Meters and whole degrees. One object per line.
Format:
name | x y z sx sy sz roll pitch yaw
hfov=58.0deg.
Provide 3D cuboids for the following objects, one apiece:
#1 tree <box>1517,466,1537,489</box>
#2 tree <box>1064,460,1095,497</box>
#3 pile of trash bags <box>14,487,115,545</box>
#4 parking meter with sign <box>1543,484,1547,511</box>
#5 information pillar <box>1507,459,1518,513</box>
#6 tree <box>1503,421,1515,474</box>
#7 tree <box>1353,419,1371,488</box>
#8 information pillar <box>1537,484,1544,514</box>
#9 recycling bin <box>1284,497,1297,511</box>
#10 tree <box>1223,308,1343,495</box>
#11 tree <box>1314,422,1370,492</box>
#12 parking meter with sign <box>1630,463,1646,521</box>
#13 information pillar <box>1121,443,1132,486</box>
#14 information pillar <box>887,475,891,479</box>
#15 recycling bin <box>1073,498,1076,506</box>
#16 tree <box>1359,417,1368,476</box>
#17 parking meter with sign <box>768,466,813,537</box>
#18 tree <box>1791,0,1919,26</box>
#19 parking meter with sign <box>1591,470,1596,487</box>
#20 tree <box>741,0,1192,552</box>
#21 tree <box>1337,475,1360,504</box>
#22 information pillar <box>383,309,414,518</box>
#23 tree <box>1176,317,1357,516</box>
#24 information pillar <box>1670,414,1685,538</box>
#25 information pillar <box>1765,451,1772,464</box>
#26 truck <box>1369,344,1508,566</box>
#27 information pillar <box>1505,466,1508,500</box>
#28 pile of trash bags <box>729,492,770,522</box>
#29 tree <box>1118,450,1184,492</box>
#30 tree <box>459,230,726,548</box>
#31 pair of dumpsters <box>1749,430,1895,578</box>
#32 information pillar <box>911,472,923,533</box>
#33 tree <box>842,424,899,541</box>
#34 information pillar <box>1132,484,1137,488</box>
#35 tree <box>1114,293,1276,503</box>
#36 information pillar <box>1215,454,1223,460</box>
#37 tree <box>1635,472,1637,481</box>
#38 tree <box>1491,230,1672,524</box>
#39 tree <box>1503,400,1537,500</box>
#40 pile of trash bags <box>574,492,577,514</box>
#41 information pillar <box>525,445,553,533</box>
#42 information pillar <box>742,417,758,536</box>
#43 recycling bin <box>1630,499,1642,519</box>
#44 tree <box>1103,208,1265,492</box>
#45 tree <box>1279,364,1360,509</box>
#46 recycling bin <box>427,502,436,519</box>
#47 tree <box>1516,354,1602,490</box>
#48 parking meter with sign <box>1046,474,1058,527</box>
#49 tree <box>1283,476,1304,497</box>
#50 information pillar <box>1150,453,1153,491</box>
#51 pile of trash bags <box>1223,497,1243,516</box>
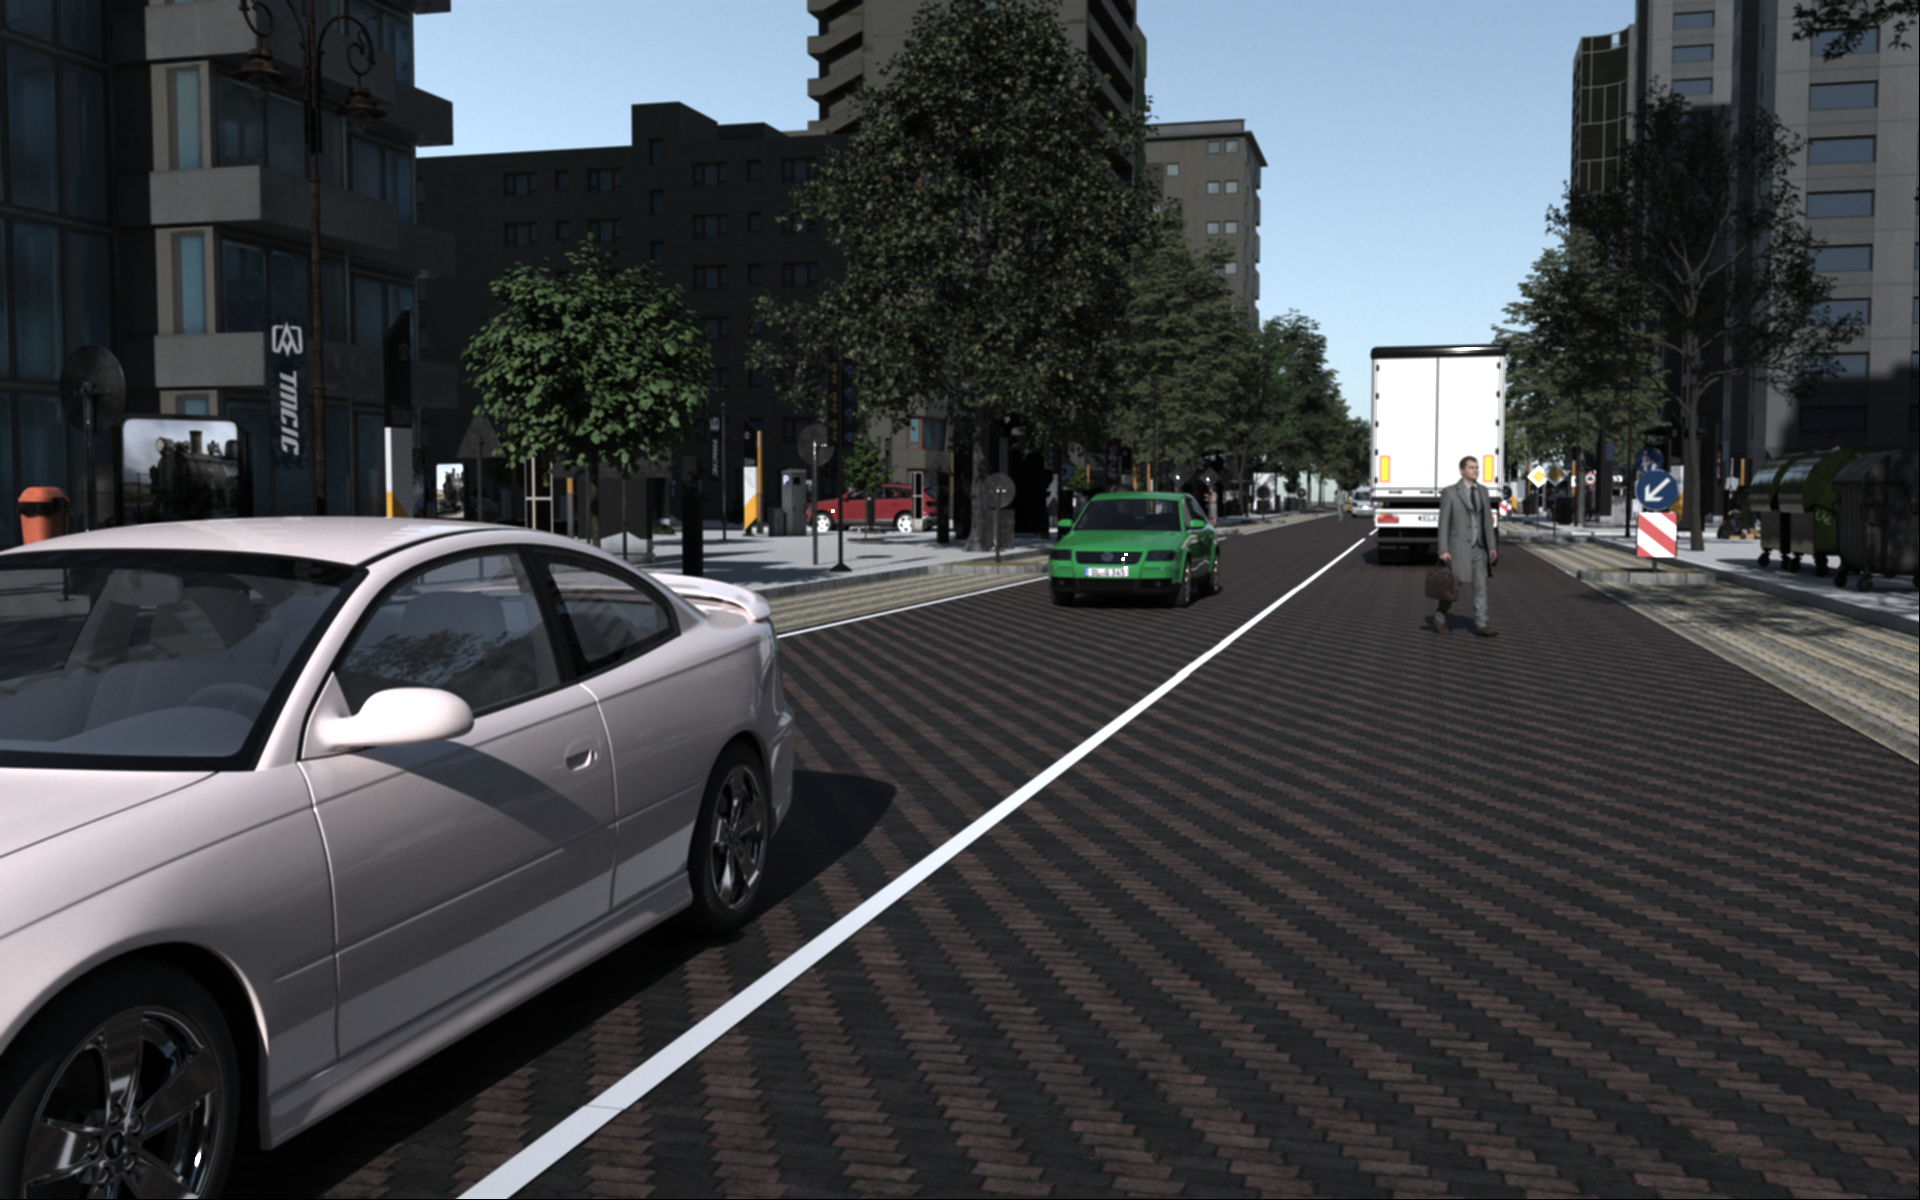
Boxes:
tree | 39.396 -7.732 121.019 1.663 3.219 1.824 0 3 0
tree | 6.709 -6.168 95.444 1.663 3.219 1.824 0 3 0
pile of trash bags | -10.653 -0.761 22.201 1.912 1.369 3.447 1 4 13
parking meter with sign | 44.302 -8.289 131.790 1.738 3.016 0.543 2 4 25
information pillar | 37.041 -7.610 115.780 0.504 3.616 0.183 -2 4 -25
tree | 47.445 -12.261 150.828 4.360 8.622 3.978 0 3 0
tree | 66.822 -23.455 290.146 9.857 13.997 8.962 0 3 0
information pillar | 36.691 -6.423 109.514 0.304 2.012 0.304 0 4 5
recycling bin | 25.782 -7.501 135.195 0.722 1.027 0.722 3 5 43
tree | 21.776 -13.073 120.403 9.857 13.997 8.962 0 3 0
tree | 46.273 -16.913 210.947 7.601 10.594 8.767 -2 4 -35
parking meter with sign | 33.273 -5.335 83.489 1.738 3.016 0.543 1 4 19
information pillar | 7.152 -5.085 74.502 0.504 3.616 0.183 -2 4 -23
information pillar | -2.895 -3.833 67.165 0.304 2.012 0.304 -2 4 -30
recycling bin | 7.101 -6.034 111.209 0.722 1.027 0.722 0 4 -1
tree | 49.368 -18.798 225.468 7.486 12.596 7.792 0 3 0
parking meter with sign | -5.062 -3.443 52.547 0.543 3.016 1.738 3 5 41
tree | 9.123 -4.652 10.470 7.601 10.594 8.767 -3 5 -45
parking meter with sign | 45.476 -7.836 124.374 0.543 3.016 1.738 3 4 36
tree | 0.446 -7.420 38.325 9.611 12.733 9.660 0 3 0
tree | 52.260 -15.258 233.176 4.285 4.588 4.351 0 3 0
information pillar | -7.038 -1.859 21.754 0.183 3.616 0.504 1 4 15
tree | 16.644 -10.842 103.016 9.928 11.665 9.643 0 3 0
information pillar | 20.914 -3.620 50.547 0.183 3.616 0.504 -1 4 -14
information pillar | 43.793 -6.272 93.898 0.504 3.616 0.183 -3 4 -36
truck | 10.609 -3.005 38.053 2.839 4.237 11.283 1 4 17
information pillar | 39.161 -8.114 124.013 0.183 3.616 0.504 3 4 38
pile of trash bags | -9.474 -4.273 79.609 1.912 1.369 3.447 0 4 8
tree | 13.108 -8.703 126.008 4.285 4.588 4.351 0 3 0
tree | -4.599 -2.331 21.818 4.285 4.588 4.351 0 3 0
pair of dumpsters | 14.184 -1.586 28.426 1.574 2.255 4.437 1 4 15
information pillar | -1.434 -3.266 57.895 0.304 2.012 0.304 -1 4 -21
tree | -2.482 -3.250 47.739 1.663 3.219 1.824 0 3 0
information pillar | 12.212 -7.133 121.119 0.304 2.012 0.304 0 4 -8
tree | 10.654 -8.854 79.173 8.767 10.594 7.601 2 4 27
information pillar | 14.369 -6.408 96.119 0.504 3.616 0.183 3 4 36
tree | 49.509 -8.156 127.957 1.663 3.219 1.824 0 3 0
tree | 26.515 -9.587 74.870 7.486 12.596 7.792 0 3 0
tree | 42.994 -11.334 135.676 4.737 8.622 4.395 0 3 0
pile of trash bags | -25.892 -6.751 120.137 1.912 1.369 3.447 2 4 33
information pillar | -5.977 -1.230 24.607 0.304 2.012 0.304 -2 4 -35
information pillar | -6.367 -3.746 52.599 0.504 3.616 0.183 2 4 32
recycling bin | 34.499 -4.629 88.241 0.722 1.027 0.722 0 4 5
tree | 8.290 -9.268 69.654 7.486 12.596 7.792 0 3 0
tree | 30.043 -14.240 150.947 7.486 12.596 7.792 0 3 0
recycling bin | -16.529 -2.596 55.001 0.722 1.027 0.722 -2 4 -33
tree | 30.318 -8.385 87.465 4.360 8.622 3.978 0 3 0
parking meter with sign | 3.461 -4.313 66.771 1.738 3.016 0.543 1 4 12
tree | 27.270 -9.064 142.798 1.663 3.219 1.824 0 3 0
information pillar | 10.662 -6.431 96.502 0.183 3.616 0.504 0 4 -1
pile of trash bags | 14.865 -5.579 100.969 1.912 1.369 3.447 -3 5 -44
